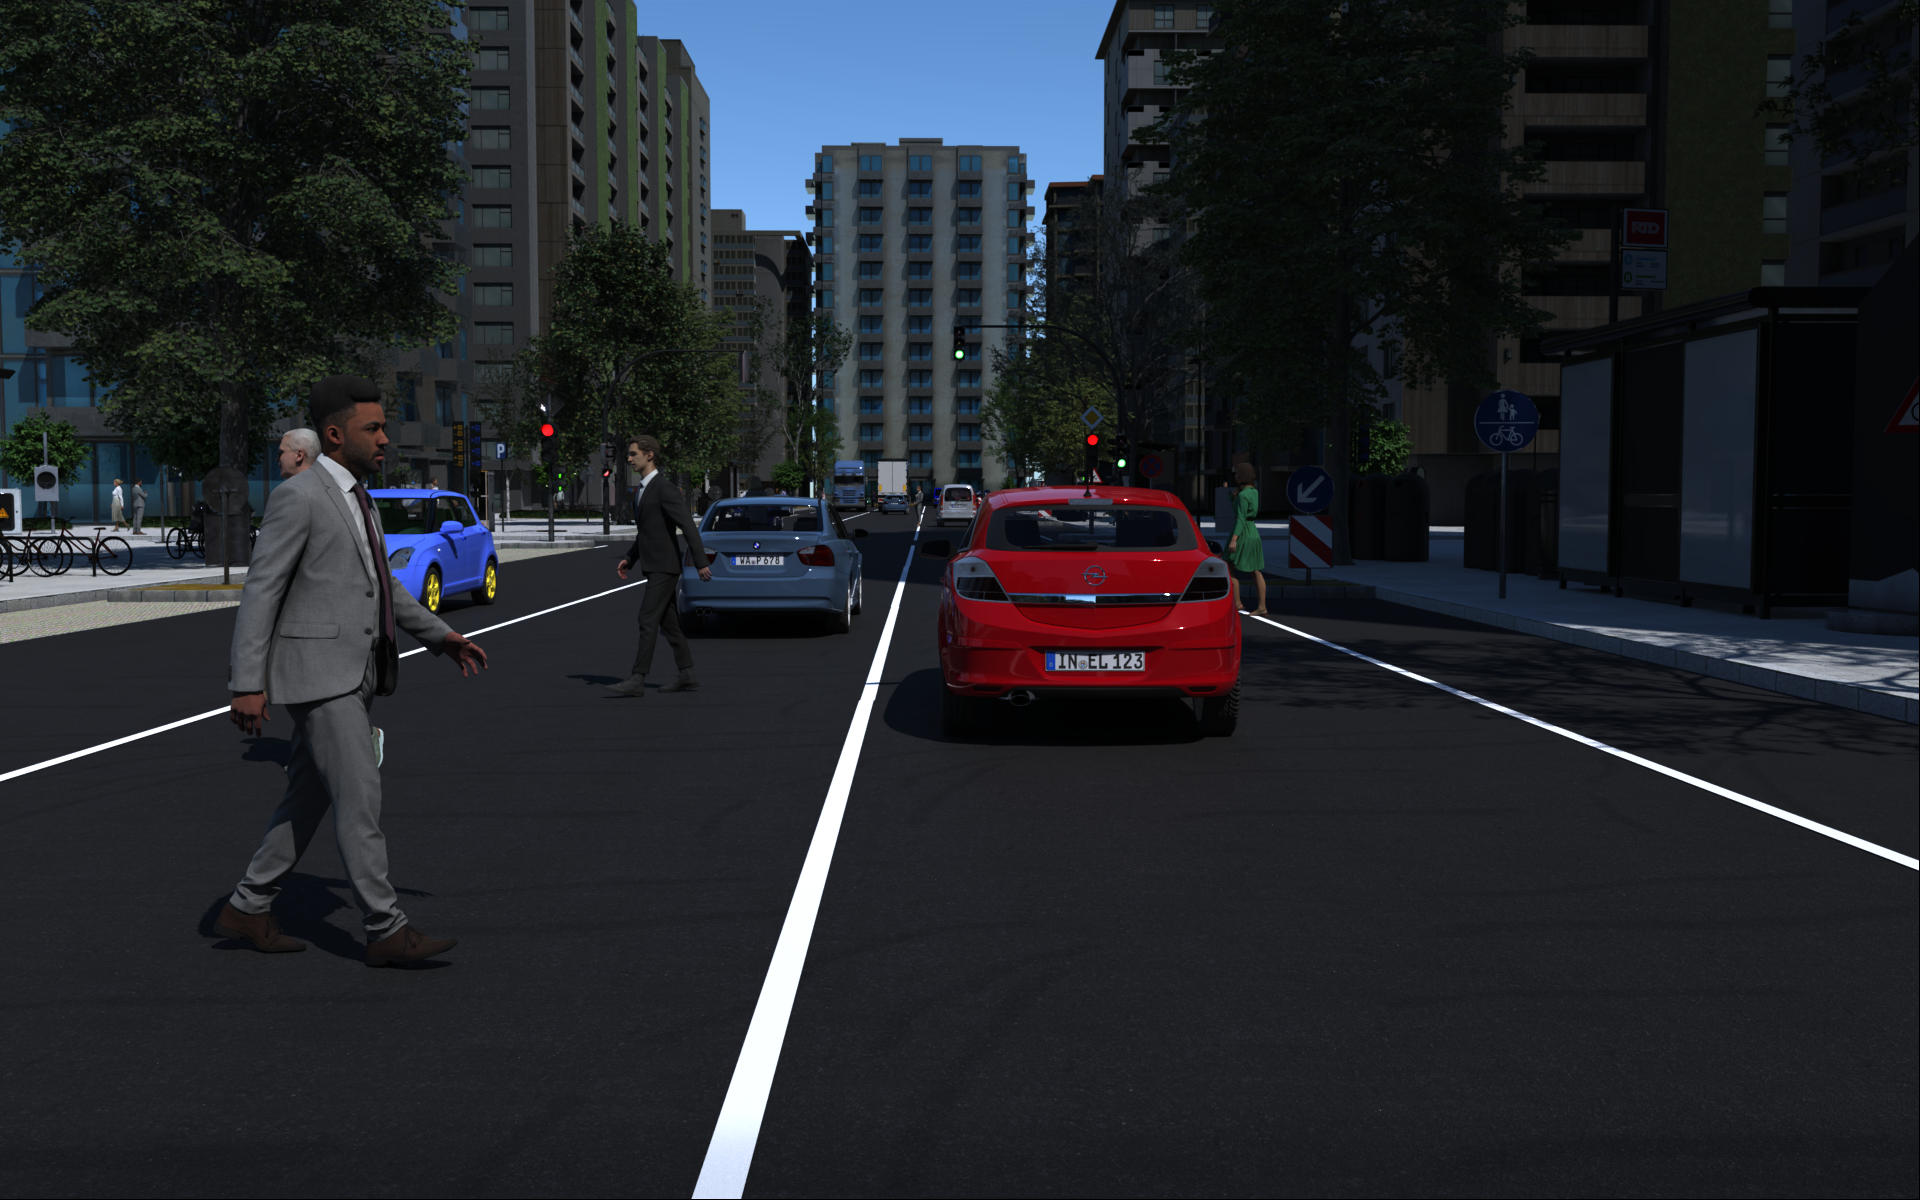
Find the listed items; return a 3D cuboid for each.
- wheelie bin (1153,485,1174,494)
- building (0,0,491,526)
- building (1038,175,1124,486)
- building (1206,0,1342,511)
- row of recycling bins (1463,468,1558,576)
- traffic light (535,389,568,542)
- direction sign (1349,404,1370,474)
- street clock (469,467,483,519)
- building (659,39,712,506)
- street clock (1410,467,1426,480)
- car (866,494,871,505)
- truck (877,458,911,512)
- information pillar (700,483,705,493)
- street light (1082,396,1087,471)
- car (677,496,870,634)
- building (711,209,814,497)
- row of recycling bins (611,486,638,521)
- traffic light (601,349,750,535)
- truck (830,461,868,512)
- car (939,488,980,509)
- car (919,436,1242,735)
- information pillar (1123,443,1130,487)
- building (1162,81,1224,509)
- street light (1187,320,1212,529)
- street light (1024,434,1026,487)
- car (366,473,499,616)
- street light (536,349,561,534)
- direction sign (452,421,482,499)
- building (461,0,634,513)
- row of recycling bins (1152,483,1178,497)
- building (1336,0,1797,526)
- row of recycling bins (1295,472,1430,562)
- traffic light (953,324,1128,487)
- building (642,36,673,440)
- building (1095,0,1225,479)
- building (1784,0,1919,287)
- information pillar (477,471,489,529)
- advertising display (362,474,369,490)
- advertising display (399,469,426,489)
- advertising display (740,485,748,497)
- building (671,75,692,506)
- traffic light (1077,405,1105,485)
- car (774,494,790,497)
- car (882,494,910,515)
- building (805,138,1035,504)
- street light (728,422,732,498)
[{"bbox_3d":[6.726,-3.038,57.574,0.980,1.594,0.693,1,4,22],"label":"wheelie bin"},{"bbox_3d":[-36.632,-28.285,82.063,23.786,49.044,30.456,0,4,-1],"label":"building"},{"bbox_3d":[24.323,-35.498,235.015,28.867,44.769,22.147,0,4,-1],"label":"building"},{"bbox_3d":[28.171,-28.145,114.793,22.147,44.769,28.867,0,4,-1],"label":"building"},{"bbox_3d":[9.241,-1.316,28.626,1.069,1.692,3.534,0,4,-4],"label":"row of recycling bins"},{"bbox_3d":[-10.970,-3.520,46.469,0.839,4.253,0.868,0,4,-1],"label":"traffic light"},{"bbox_3d":[9.899,-3.145,43.418,0.876,3.537,0.379,-2,4,-26],"label":"direction sign"},{"bbox_3d":[-13.081,-2.584,46.814,0.358,2.002,0.471,0,4,-5],"label":"street clock"},{"bbox_3d":[-38.081,-34.185,182.629,21.600,48.544,21.300,0,4,-1],"label":"building"},{"bbox_3d":[12.123,-2.531,45.947,0.471,2.002,0.358,-3,5,-44],"label":"street clock"},{"bbox_3d":[-10.943,-11.589,201.279,2.131,1.459,4.920,0,4,-2],"label":"car"},{"bbox_3d":[-5.446,-9.321,141.317,2.839,4.237,11.283,0,4,-1],"label":"truck"},{"bbox_3d":[-17.322,-6.870,116.816,0.304,2.012,0.304,-1,4,-21],"label":"information pillar"},{"bbox_3d":[5.752,-6.547,79.824,0.468,5.910,1.993,0,4,-1],"label":"street light"},{"bbox_3d":[-2.016,-0.434,19.093,2.014,1.417,4.499,0,4,-1],"label":"car"},{"bbox_3d":[-32.643,-33.468,239.089,23.993,40.220,32.217,0,4,-1],"label":"building"},{"bbox_3d":[-16.203,-4.719,84.263,1.069,1.692,3.534,0,4,6],"label":"row of recycling bins"},{"bbox_3d":[-9.025,-4.884,54.526,4.771,5.953,1.251,0,4,-1],"label":"traffic light"},{"bbox_3d":[-9.094,-9.485,144.834,2.967,4.110,18.799,0,4,-2],"label":"truck"},{"bbox_3d":[-0.007,-5.245,94.430,2.281,1.827,5.304,0,4,-1],"label":"car"},{"bbox_3d":[0.779,-0.168,11.790,2.155,1.783,4.494,0,4,1],"label":"car"},{"bbox_3d":[7.590,-5.414,79.876,0.504,3.616,0.183,-1,4,-15],"label":"information pillar"},{"bbox_3d":[31.840,-28.372,155.768,32.217,40.220,23.993,0,4,-1],"label":"building"},{"bbox_3d":[6.382,-4.491,46.220,0.468,5.910,1.993,0,4,-1],"label":"street light"},{"bbox_3d":[4.872,-9.589,129.566,0.468,5.910,1.993,0,4,-1],"label":"street light"},{"bbox_3d":[-6.898,-0.704,21.108,1.945,1.707,3.694,0,4,0],"label":"car"},{"bbox_3d":[-13.118,-5.049,55.336,0.468,5.910,1.993,0,4,-1],"label":"street light"},{"bbox_3d":[-15.342,-3.790,53.965,0.876,3.537,0.379,0,4,-2],"label":"direction sign"},{"bbox_3d":[-33.298,-27.659,135.823,14.154,41.232,14.086,0,4,-1],"label":"building"},{"bbox_3d":[7.759,-3.581,65.670,1.069,1.692,3.534,0,4,6],"label":"row of recycling bins"},{"bbox_3d":[24.102,-18.332,71.428,14.107,30.474,14.160,0,4,-1],"label":"building"},{"bbox_3d":[7.923,-1.661,34.267,1.069,1.692,3.534,-2,4,-28],"label":"row of recycling bins"},{"bbox_3d":[2.199,-4.398,46.582,4.771,5.953,1.251,0,4,-1],"label":"traffic light"},{"bbox_3d":[-33.323,-28.529,150.042,14.154,41.232,14.086,0,4,-1],"label":"building"},{"bbox_3d":[29.647,-36.196,181.045,28.713,52.752,27.495,0,4,-1],"label":"building"},{"bbox_3d":[53.252,-32.581,74.706,28.212,58.520,21.231,0,4,-1],"label":"building"},{"bbox_3d":[-15.010,-3.059,54.505,0.304,2.012,0.304,0,4,-4],"label":"information pillar"},{"bbox_3d":[-15.796,-2.431,44.959,0.123,1.923,0.974,3,5,39],"label":"advertising display"},{"bbox_3d":[-14.430,-2.476,45.692,0.974,1.923,0.123,3,4,37],"label":"advertising display"},{"bbox_3d":[-16.153,-7.522,128.202,0.974,1.923,0.123,-2,4,-24],"label":"advertising display"},{"bbox_3d":[-33.550,-29.391,164.140,14.154,41.232,14.086,0,4,-1],"label":"building"},{"bbox_3d":[4.143,-4.026,54.745,0.839,4.253,0.868,0,4,-1],"label":"traffic light"},{"bbox_3d":[-12.161,-6.381,116.339,2.014,1.417,4.499,0,3,0],"label":"car"},{"bbox_3d":[-4.535,-6.735,122.118,2.014,1.417,4.499,0,4,1],"label":"car"},{"bbox_3d":[-5.357,-37.679,235.655,30.456,49.044,23.786,0,4,-1],"label":"building"},{"bbox_3d":[-14.042,-8.127,105.670,0.468,5.910,1.993,0,4,-1],"label":"street light"}]
